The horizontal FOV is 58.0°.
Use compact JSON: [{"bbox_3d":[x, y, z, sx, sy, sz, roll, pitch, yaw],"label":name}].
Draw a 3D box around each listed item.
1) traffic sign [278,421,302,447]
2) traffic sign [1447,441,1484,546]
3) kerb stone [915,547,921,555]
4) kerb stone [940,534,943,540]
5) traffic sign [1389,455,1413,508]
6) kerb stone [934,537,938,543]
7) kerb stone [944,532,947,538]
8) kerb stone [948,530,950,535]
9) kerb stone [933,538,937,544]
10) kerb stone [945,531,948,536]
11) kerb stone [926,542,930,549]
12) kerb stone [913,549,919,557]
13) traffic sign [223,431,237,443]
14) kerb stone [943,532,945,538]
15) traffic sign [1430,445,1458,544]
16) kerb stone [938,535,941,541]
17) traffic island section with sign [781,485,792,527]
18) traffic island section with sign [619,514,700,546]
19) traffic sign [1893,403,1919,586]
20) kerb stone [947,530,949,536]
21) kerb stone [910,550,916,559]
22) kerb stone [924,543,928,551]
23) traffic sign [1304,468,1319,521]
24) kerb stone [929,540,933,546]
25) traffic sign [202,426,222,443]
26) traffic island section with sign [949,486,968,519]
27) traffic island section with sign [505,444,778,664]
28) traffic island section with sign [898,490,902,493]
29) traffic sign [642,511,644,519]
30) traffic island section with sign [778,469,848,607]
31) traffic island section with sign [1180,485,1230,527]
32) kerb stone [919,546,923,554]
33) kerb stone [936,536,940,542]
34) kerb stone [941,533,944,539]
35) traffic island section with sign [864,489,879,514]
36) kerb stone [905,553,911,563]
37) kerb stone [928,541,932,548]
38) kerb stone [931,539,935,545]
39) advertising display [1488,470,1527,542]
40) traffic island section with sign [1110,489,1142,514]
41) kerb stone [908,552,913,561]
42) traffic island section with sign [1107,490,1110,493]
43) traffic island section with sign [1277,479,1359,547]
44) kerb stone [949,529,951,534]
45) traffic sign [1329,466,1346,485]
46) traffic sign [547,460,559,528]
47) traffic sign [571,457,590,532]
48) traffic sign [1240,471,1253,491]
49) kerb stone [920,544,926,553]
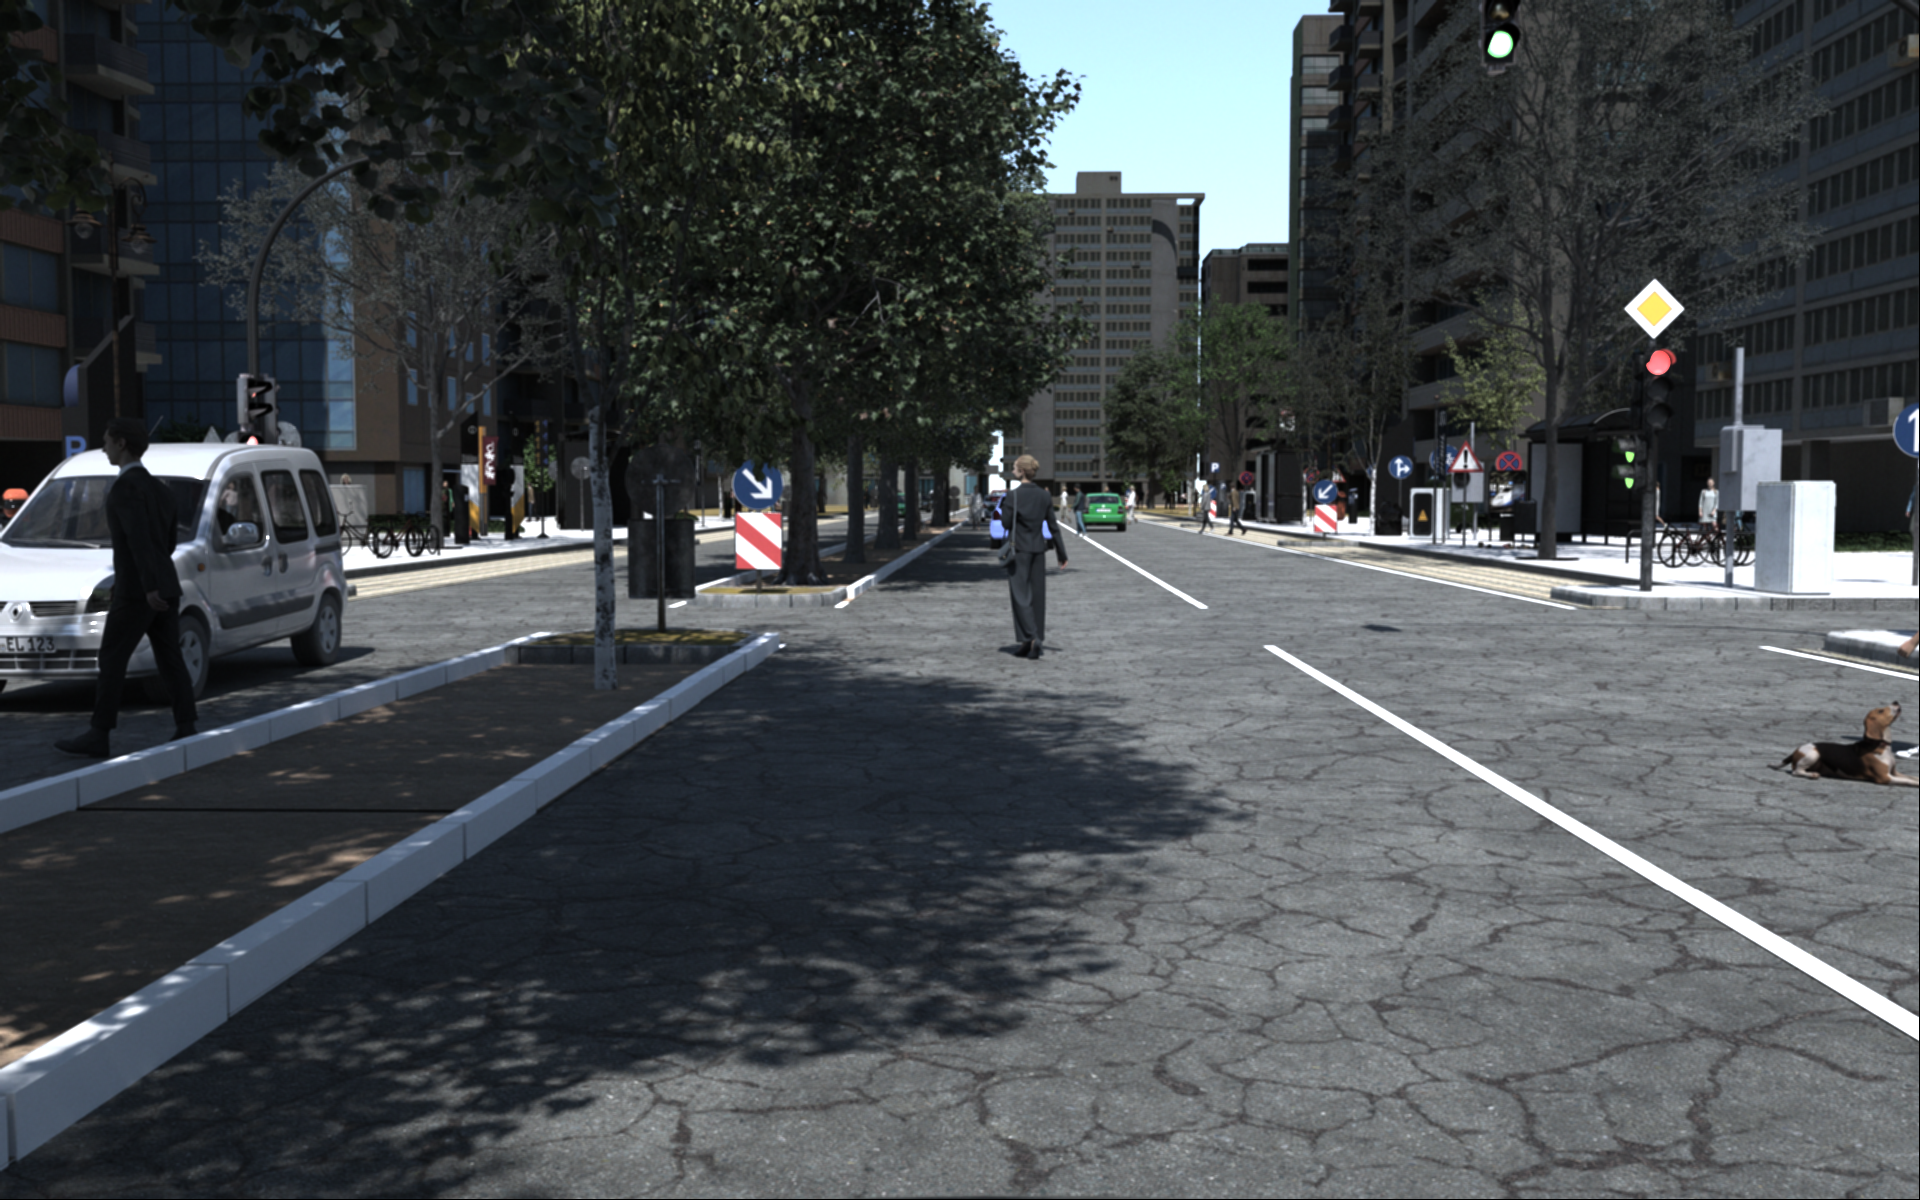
[{"bbox_3d":[-11.868,-1.846,30.288,0.768,2.556,0.104,1,4,11],"label":"traffic sign"},{"bbox_3d":[12.339,-2.589,42.335,0.884,2.594,0.081,0,4,3],"label":"traffic sign"},{"bbox_3d":[-1.036,-1.062,39.566,0.120,0.150,1.000,0,4,2],"label":"kerb stone"},{"bbox_3d":[-0.673,-1.815,51.879,0.120,0.150,1.000,0,4,2],"label":"kerb stone"},{"bbox_3d":[14.538,-3.492,57.195,0.768,2.556,0.104,1,4,10],"label":"traffic sign"},{"bbox_3d":[-0.758,-1.627,48.800,0.120,0.150,1.000,0,4,2],"label":"kerb stone"},{"bbox_3d":[-0.580,-1.997,54.955,0.120,0.150,1.000,0,4,2],"label":"kerb stone"},{"bbox_3d":[-0.490,-2.192,58.033,0.120,0.150,1.000,0,4,2],"label":"kerb stone"},{"bbox_3d":[-0.798,-1.564,47.775,0.120,0.150,1.000,0,4,2],"label":"kerb stone"},{"bbox_3d":[-0.552,-2.065,55.981,0.120,0.150,1.000,0,4,2],"label":"kerb stone"},{"bbox_3d":[-0.912,-1.313,43.663,0.120,0.150,1.000,0,4,2],"label":"kerb stone"},{"bbox_3d":[-1.059,-0.998,38.544,0.120,0.150,1.000,0,4,2],"label":"kerb stone"},{"bbox_3d":[-14.493,-2.125,34.850,0.768,2.556,0.104,0,4,7],"label":"traffic sign"},{"bbox_3d":[-0.612,-1.937,53.934,0.120,0.150,1.000,0,4,2],"label":"kerb stone"},{"bbox_3d":[12.537,-2.735,44.818,0.768,2.556,0.104,1,4,9],"label":"traffic sign"},{"bbox_3d":[-0.706,-1.752,50.844,0.120,0.150,1.000,0,4,2],"label":"kerb stone"},{"bbox_3d":[-7.583,-4.158,76.615,1.989,1.847,2.006,0,4,2],"label":"traffic island section with sign"},{"bbox_3d":[-8.397,-2.452,48.720,1.989,1.847,2.006,0,4,2],"label":"traffic island section with sign"},{"bbox_3d":[13.361,-1.470,24.145,0.768,2.556,0.104,0,4,5],"label":"traffic sign"},{"bbox_3d":[-0.523,-2.125,57.003,0.120,0.150,1.000,0,4,2],"label":"kerb stone"},{"bbox_3d":[-1.099,-0.936,37.509,0.120,0.150,1.000,0,4,2],"label":"kerb stone"},{"bbox_3d":[-0.944,-1.251,42.642,0.120,0.150,1.000,0,4,2],"label":"kerb stone"},{"bbox_3d":[16.438,-4.952,81.078,0.768,2.556,0.104,0,4,4],"label":"traffic sign"},{"bbox_3d":[-0.852,-1.439,45.720,0.120,0.150,1.000,0,4,2],"label":"kerb stone"},{"bbox_3d":[-14.250,-2.020,33.030,0.884,2.594,0.081,0,4,6],"label":"traffic sign"},{"bbox_3d":[-0.358,-5.492,97.931,2.006,1.907,1.989,0,4,2],"label":"traffic island section with sign"},{"bbox_3d":[-2.788,-0.446,15.421,2.006,1.907,1.989,0,4,2],"label":"traffic island section with sign"},{"bbox_3d":[-5.349,-8.770,152.021,1.989,1.847,2.006,0,4,2],"label":"traffic island section with sign"},{"bbox_3d":[-11.095,-3.709,60.645,0.884,2.594,0.081,1,4,9],"label":"traffic sign"},{"bbox_3d":[-2.560,-0.898,22.824,2.006,1.907,1.989,0,4,2],"label":"traffic island section with sign"},{"bbox_3d":[10.606,-4.067,75.115,1.989,1.847,2.006,0,4,2],"label":"traffic island section with sign"},{"bbox_3d":[-1.004,-1.124,40.588,0.120,0.150,1.000,0,4,2],"label":"kerb stone"},{"bbox_3d":[-0.730,-1.690,49.822,0.120,0.150,1.000,0,4,2],"label":"kerb stone"},{"bbox_3d":[-0.643,-1.878,52.908,0.120,0.150,1.000,0,4,2],"label":"kerb stone"},{"bbox_3d":[-6.151,-7.122,125.077,1.989,1.847,2.006,0,4,2],"label":"traffic island section with sign"},{"bbox_3d":[-1.154,-0.811,35.458,0.120,0.150,1.000,0,4,2],"label":"kerb stone"},{"bbox_3d":[-0.880,-1.376,44.695,0.120,0.150,1.000,0,4,2],"label":"kerb stone"},{"bbox_3d":[-0.816,-1.502,46.752,0.120,0.150,1.000,0,4,2],"label":"kerb stone"},{"bbox_3d":[14.768,-2.539,46.730,0.974,1.923,0.123,1,4,21],"label":"advertising display"},{"bbox_3d":[12.062,-7.089,124.533,1.989,1.847,2.006,0,4,2],"label":"traffic island section with sign"},{"bbox_3d":[-1.125,-0.874,36.480,0.120,0.150,1.000,0,4,2],"label":"kerb stone"},{"bbox_3d":[12.856,-8.737,151.477,1.989,1.847,2.006,0,4,2],"label":"traffic island section with sign"},{"bbox_3d":[9.792,-2.383,47.596,1.989,1.847,2.006,0,4,2],"label":"traffic island section with sign"},{"bbox_3d":[-0.464,-2.255,59.064,0.120,0.150,1.000,0,4,2],"label":"kerb stone"},{"bbox_3d":[16.734,-4.719,77.167,0.884,2.594,0.081,0,4,4],"label":"traffic sign"},{"bbox_3d":[-15.043,-3.951,64.707,0.768,2.556,0.104,0,4,6],"label":"traffic sign"},{"bbox_3d":[-12.898,-3.606,59.067,0.768,2.556,0.104,0,4,2],"label":"traffic sign"},{"bbox_3d":[15.991,-5.908,96.699,0.768,2.556,0.104,1,4,9],"label":"traffic sign"},{"bbox_3d":[-0.972,-1.188,41.616,0.120,0.150,1.000,0,4,2],"label":"kerb stone"}]
